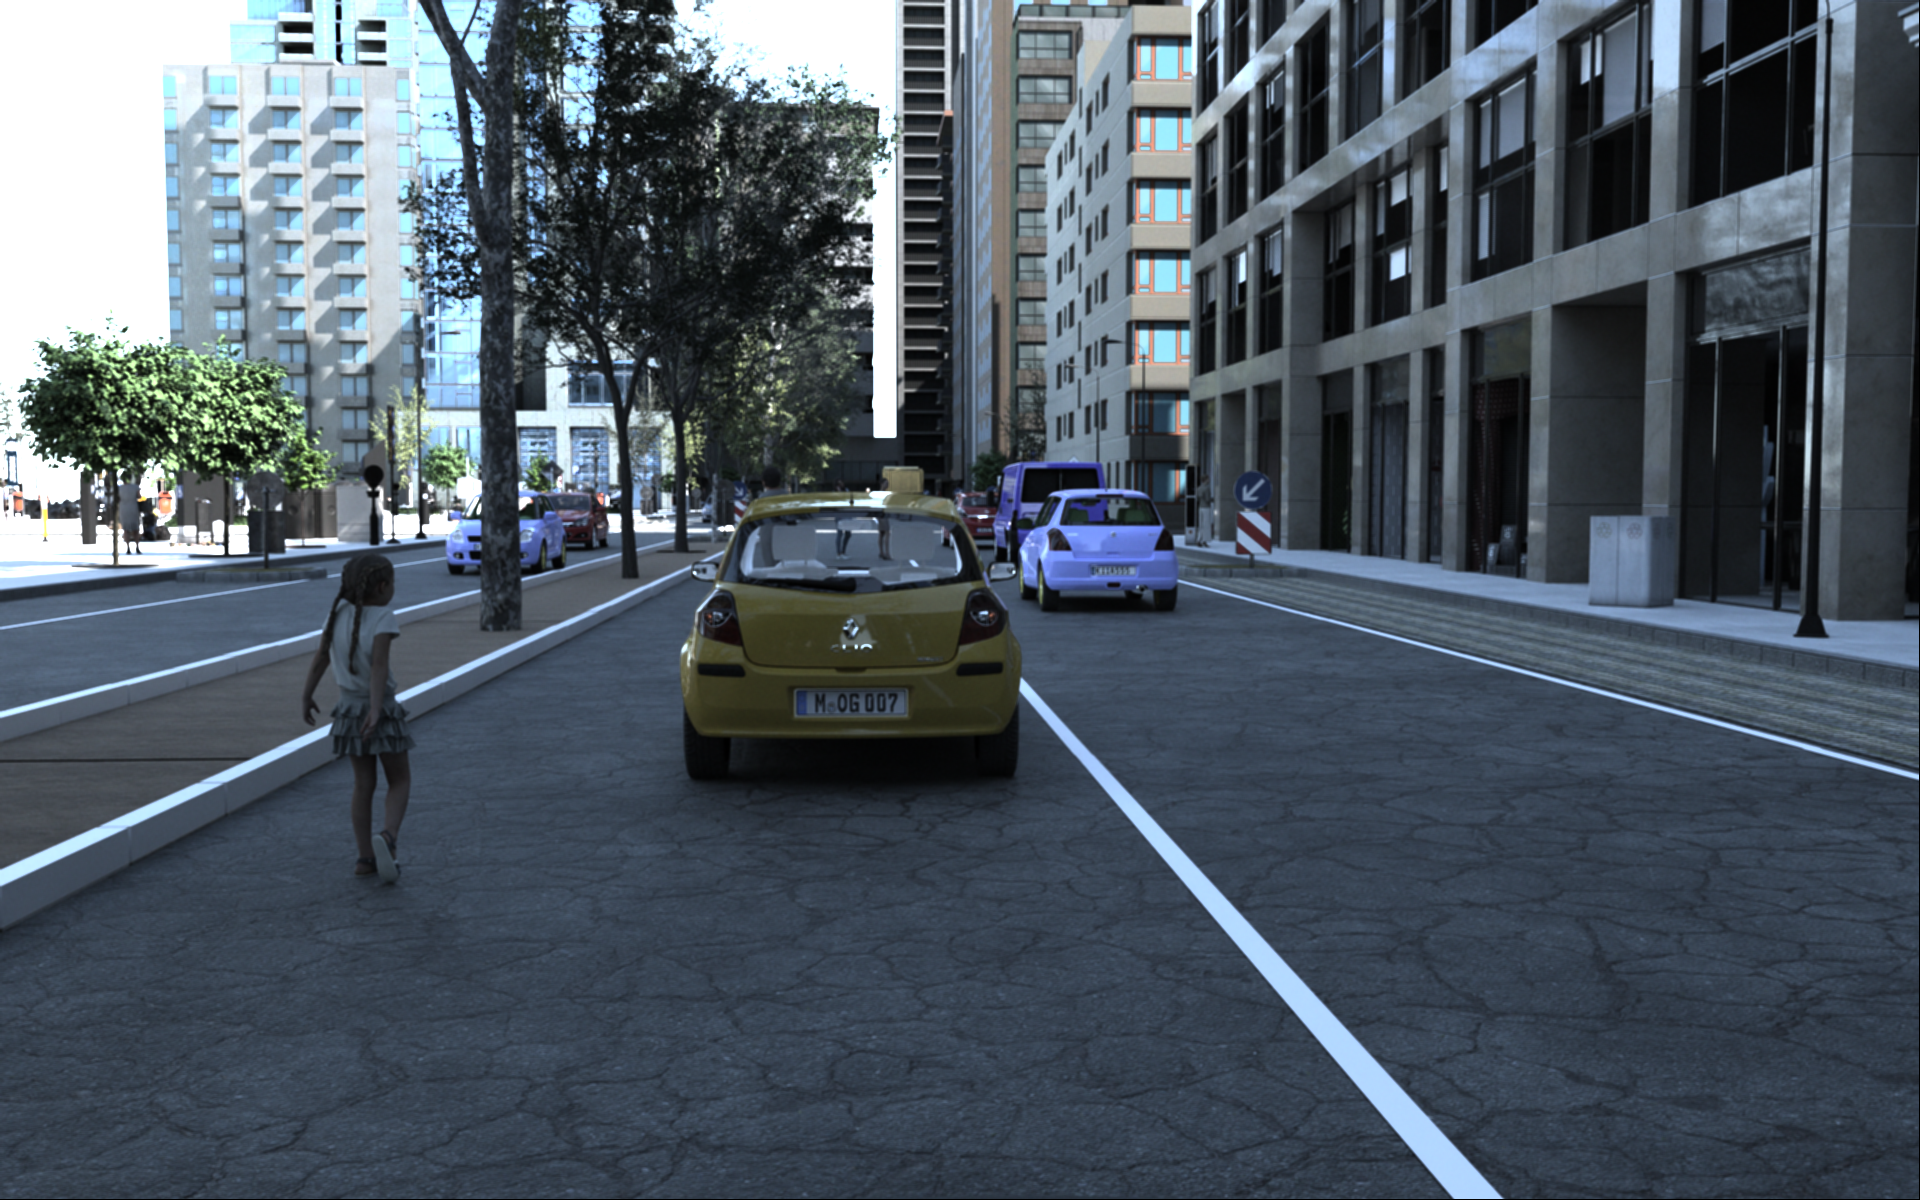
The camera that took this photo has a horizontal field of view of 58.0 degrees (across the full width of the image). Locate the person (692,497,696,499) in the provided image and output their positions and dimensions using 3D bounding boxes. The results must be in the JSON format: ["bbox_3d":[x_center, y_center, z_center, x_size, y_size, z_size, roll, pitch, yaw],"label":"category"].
[{"bbox_3d":[-22.140,-8.455,144.294,0.705,1.822,1.348,0,4,0],"label":"person"}]

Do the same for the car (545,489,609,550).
[{"bbox_3d":[-10.315,-2.226,45.436,2.155,1.783,4.494,0,4,-4],"label":"car"}]

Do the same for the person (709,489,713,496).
[{"bbox_3d":[-22.183,-9.098,155.588,0.721,1.735,1.217,2,4,30],"label":"person"}]

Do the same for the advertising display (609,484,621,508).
[{"bbox_3d":[-23.155,-6.806,116.498,0.974,1.923,0.123,1,4,16],"label":"advertising display"}]

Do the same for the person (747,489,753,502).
[{"bbox_3d":[-13.432,-6.214,110.653,0.362,1.759,0.519,0,4,-5],"label":"person"}]

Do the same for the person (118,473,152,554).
[{"bbox_3d":[-17.731,-1.881,37.156,0.716,1.782,0.532,-2,4,-25],"label":"person"}]

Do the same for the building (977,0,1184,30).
[{"bbox_3d":[8.675,-29.251,128.364,14.600,45.320,14.200,0,4,-4],"label":"building"}]

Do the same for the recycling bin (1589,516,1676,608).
[{"bbox_3d":[7.738,-0.452,19.939,0.722,1.027,0.722,-3,5,-44],"label":"recycling bin"}]

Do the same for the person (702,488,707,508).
[{"bbox_3d":[-21.118,-8.359,143.260,0.434,1.755,0.990,0,4,7],"label":"person"}]

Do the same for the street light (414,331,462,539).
[{"bbox_3d":[-14.860,-4.697,49.339,1.470,5.913,1.316,0,4,-4],"label":"street light"}]

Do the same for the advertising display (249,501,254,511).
[{"bbox_3d":[-41.876,-5.945,102.410,0.123,1.923,0.974,-1,4,-11],"label":"advertising display"}]

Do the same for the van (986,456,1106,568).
[{"bbox_3d":[1.769,-1.886,35.218,2.240,2.365,5.245,0,4,-3],"label":"van"}]

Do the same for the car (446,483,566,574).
[{"bbox_3d":[-8.406,-1.384,32.220,1.945,1.707,3.694,0,4,-4],"label":"car"}]

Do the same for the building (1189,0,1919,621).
[{"bbox_3d":[17.399,-14.050,34.228,19.350,26.468,34.151,0,4,-4],"label":"building"}]

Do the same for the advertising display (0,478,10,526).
[{"bbox_3d":[-39.061,-3.972,70.155,0.974,1.923,0.123,-3,5,-43],"label":"advertising display"}]

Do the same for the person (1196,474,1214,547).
[{"bbox_3d":[5.926,-2.147,41.693,0.362,1.759,0.519,-2,4,-25],"label":"person"}]

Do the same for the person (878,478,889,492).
[{"bbox_3d":[-1.616,-1.762,37.657,0.374,1.781,0.599,-1,4,-8],"label":"person"}]

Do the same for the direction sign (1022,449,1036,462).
[{"bbox_3d":[3.501,-5.883,88.185,0.876,3.537,0.379,3,5,42],"label":"direction sign"}]

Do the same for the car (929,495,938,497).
[{"bbox_3d":[-2.454,-8.066,144.458,1.945,1.354,3.894,0,4,-4],"label":"car"}]

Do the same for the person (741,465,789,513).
[{"bbox_3d":[-2.280,-0.745,21.042,0.532,1.782,0.716,3,4,36],"label":"person"}]

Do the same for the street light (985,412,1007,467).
[{"bbox_3d":[2.088,-7.714,98.662,1.470,5.913,1.316,0,4,-4],"label":"street light"}]

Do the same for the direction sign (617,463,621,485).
[{"bbox_3d":[-24.920,-8.251,126.901,0.379,3.537,0.876,-2,4,-31],"label":"direction sign"}]

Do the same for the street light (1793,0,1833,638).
[{"bbox_3d":[7.128,-2.621,15.402,1.470,5.913,1.316,0,4,-4],"label":"street light"}]

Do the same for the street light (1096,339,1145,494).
[{"bbox_3d":[4.987,-4.872,52.194,1.470,5.913,1.316,0,4,-4],"label":"street light"}]

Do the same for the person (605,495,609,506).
[{"bbox_3d":[-25.487,-6.994,125.413,0.505,1.210,0.382,1,4,12],"label":"person"}]

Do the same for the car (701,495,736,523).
[{"bbox_3d":[-12.102,-4.640,87.862,2.014,1.417,4.499,0,4,-4],"label":"car"}]

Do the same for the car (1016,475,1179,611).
[{"bbox_3d":[1.727,-0.791,22.526,1.945,1.707,3.694,0,4,-4],"label":"car"}]

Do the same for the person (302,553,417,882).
[{"bbox_3d":[-2.273,0.431,6.463,0.505,1.210,0.382,1,4,17],"label":"person"}]

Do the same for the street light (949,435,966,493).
[{"bbox_3d":[-0.155,-9.951,135.245,1.470,5.913,1.316,0,4,-4],"label":"street light"}]

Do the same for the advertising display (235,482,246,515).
[{"bbox_3d":[-39.324,-5.472,94.682,0.974,1.923,0.123,3,5,43],"label":"advertising display"}]

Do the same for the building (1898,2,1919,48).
[{"bbox_3d":[16.236,-13.504,6.702,13.634,28.700,20.117,0,4,-4],"label":"building"}]

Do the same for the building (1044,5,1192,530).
[{"bbox_3d":[19.637,-14.140,76.228,28.899,21.520,27.650,0,4,-4],"label":"building"}]

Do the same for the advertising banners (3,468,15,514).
[{"bbox_3d":[-70.187,-8.033,127.523,2.074,3.025,0.090,2,4,25],"label":"advertising banners"}]

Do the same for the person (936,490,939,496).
[{"bbox_3d":[-2.584,-12.576,212.384,1.217,1.736,0.721,3,4,37],"label":"person"}]

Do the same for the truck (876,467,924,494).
[{"bbox_3d":[-4.066,-7.663,121.219,3.469,3.379,9.791,0,4,-4],"label":"truck"}]

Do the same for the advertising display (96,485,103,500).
[{"bbox_3d":[-64.236,-7.595,129.388,0.974,1.923,0.123,0,4,3],"label":"advertising display"}]

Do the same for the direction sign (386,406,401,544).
[{"bbox_3d":[-14.683,-3.228,44.775,0.379,3.537,0.876,-1,4,-9],"label":"direction sign"}]

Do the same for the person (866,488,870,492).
[{"bbox_3d":[-5.465,-5.772,103.356,0.515,1.767,0.782,-2,4,-32],"label":"person"}]

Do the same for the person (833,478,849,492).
[{"bbox_3d":[-2.585,-1.786,37.968,0.793,1.790,0.793,0,4,4],"label":"person"}]

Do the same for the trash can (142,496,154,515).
[{"bbox_3d":[-48.228,-5.576,102.821,0.748,1.137,0.748,0,3,0],"label":"trash can"}]

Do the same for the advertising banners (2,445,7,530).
[{"bbox_3d":[-34.799,-4.090,63.055,0.090,3.025,2.074,-2,4,-28],"label":"advertising banners"}]

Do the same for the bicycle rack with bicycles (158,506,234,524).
[{"bbox_3d":[-33.546,-3.791,75.367,2.925,0.926,2.852,0,4,5],"label":"bicycle rack with bicycles"}]

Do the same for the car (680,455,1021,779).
[{"bbox_3d":[-0.622,0.002,10.185,2.015,1.641,3.980,0,4,-3],"label":"car"}]

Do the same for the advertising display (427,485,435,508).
[{"bbox_3d":[-35.744,-6.791,116.241,0.974,1.923,0.123,0,4,-2],"label":"advertising display"}]

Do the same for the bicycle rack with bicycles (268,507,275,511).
[{"bbox_3d":[-33.792,-4.652,89.436,2.925,0.926,2.852,1,4,19],"label":"bicycle rack with bicycles"}]

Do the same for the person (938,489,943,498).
[{"bbox_3d":[-1.982,-10.260,173.731,0.705,1.831,1.348,-1,4,-18],"label":"person"}]

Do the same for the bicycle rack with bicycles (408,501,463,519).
[{"bbox_3d":[-27.265,-4.655,89.488,2.852,0.926,2.925,-3,4,-36],"label":"bicycle rack with bicycles"}]

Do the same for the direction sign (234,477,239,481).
[{"bbox_3d":[-44.586,-6.981,106.135,0.876,3.537,0.379,-1,4,-20],"label":"direction sign"}]

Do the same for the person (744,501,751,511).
[{"bbox_3d":[-6.758,-2.564,55.442,0.382,1.210,0.505,3,4,37],"label":"person"}]

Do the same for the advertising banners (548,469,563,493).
[{"bbox_3d":[-29.092,-7.731,122.596,2.074,3.025,0.090,1,4,8],"label":"advertising banners"}]

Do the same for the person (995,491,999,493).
[{"bbox_3d":[1.613,-3.753,69.828,0.622,1.834,0.822,-3,5,-44],"label":"person"}]

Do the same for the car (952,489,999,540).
[{"bbox_3d":[0.504,-2.295,46.567,2.155,1.783,4.494,0,4,-5],"label":"car"}]

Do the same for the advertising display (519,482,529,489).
[{"bbox_3d":[-22.705,-5.198,90.196,0.974,1.923,0.123,3,5,40],"label":"advertising display"}]

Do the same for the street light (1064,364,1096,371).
[{"bbox_3d":[4.413,-5.484,62.212,1.470,5.913,1.316,0,4,-4],"label":"street light"}]

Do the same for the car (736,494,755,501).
[{"bbox_3d":[-15.394,-6.721,121.684,2.131,1.459,4.920,0,4,-3],"label":"car"}]

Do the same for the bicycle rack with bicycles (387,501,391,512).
[{"bbox_3d":[-42.260,-6.750,123.752,2.852,0.926,2.925,-3,4,-37],"label":"bicycle rack with bicycles"}]

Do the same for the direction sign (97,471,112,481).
[{"bbox_3d":[-49.255,-6.595,99.817,0.876,3.537,0.379,-1,4,-16],"label":"direction sign"}]
